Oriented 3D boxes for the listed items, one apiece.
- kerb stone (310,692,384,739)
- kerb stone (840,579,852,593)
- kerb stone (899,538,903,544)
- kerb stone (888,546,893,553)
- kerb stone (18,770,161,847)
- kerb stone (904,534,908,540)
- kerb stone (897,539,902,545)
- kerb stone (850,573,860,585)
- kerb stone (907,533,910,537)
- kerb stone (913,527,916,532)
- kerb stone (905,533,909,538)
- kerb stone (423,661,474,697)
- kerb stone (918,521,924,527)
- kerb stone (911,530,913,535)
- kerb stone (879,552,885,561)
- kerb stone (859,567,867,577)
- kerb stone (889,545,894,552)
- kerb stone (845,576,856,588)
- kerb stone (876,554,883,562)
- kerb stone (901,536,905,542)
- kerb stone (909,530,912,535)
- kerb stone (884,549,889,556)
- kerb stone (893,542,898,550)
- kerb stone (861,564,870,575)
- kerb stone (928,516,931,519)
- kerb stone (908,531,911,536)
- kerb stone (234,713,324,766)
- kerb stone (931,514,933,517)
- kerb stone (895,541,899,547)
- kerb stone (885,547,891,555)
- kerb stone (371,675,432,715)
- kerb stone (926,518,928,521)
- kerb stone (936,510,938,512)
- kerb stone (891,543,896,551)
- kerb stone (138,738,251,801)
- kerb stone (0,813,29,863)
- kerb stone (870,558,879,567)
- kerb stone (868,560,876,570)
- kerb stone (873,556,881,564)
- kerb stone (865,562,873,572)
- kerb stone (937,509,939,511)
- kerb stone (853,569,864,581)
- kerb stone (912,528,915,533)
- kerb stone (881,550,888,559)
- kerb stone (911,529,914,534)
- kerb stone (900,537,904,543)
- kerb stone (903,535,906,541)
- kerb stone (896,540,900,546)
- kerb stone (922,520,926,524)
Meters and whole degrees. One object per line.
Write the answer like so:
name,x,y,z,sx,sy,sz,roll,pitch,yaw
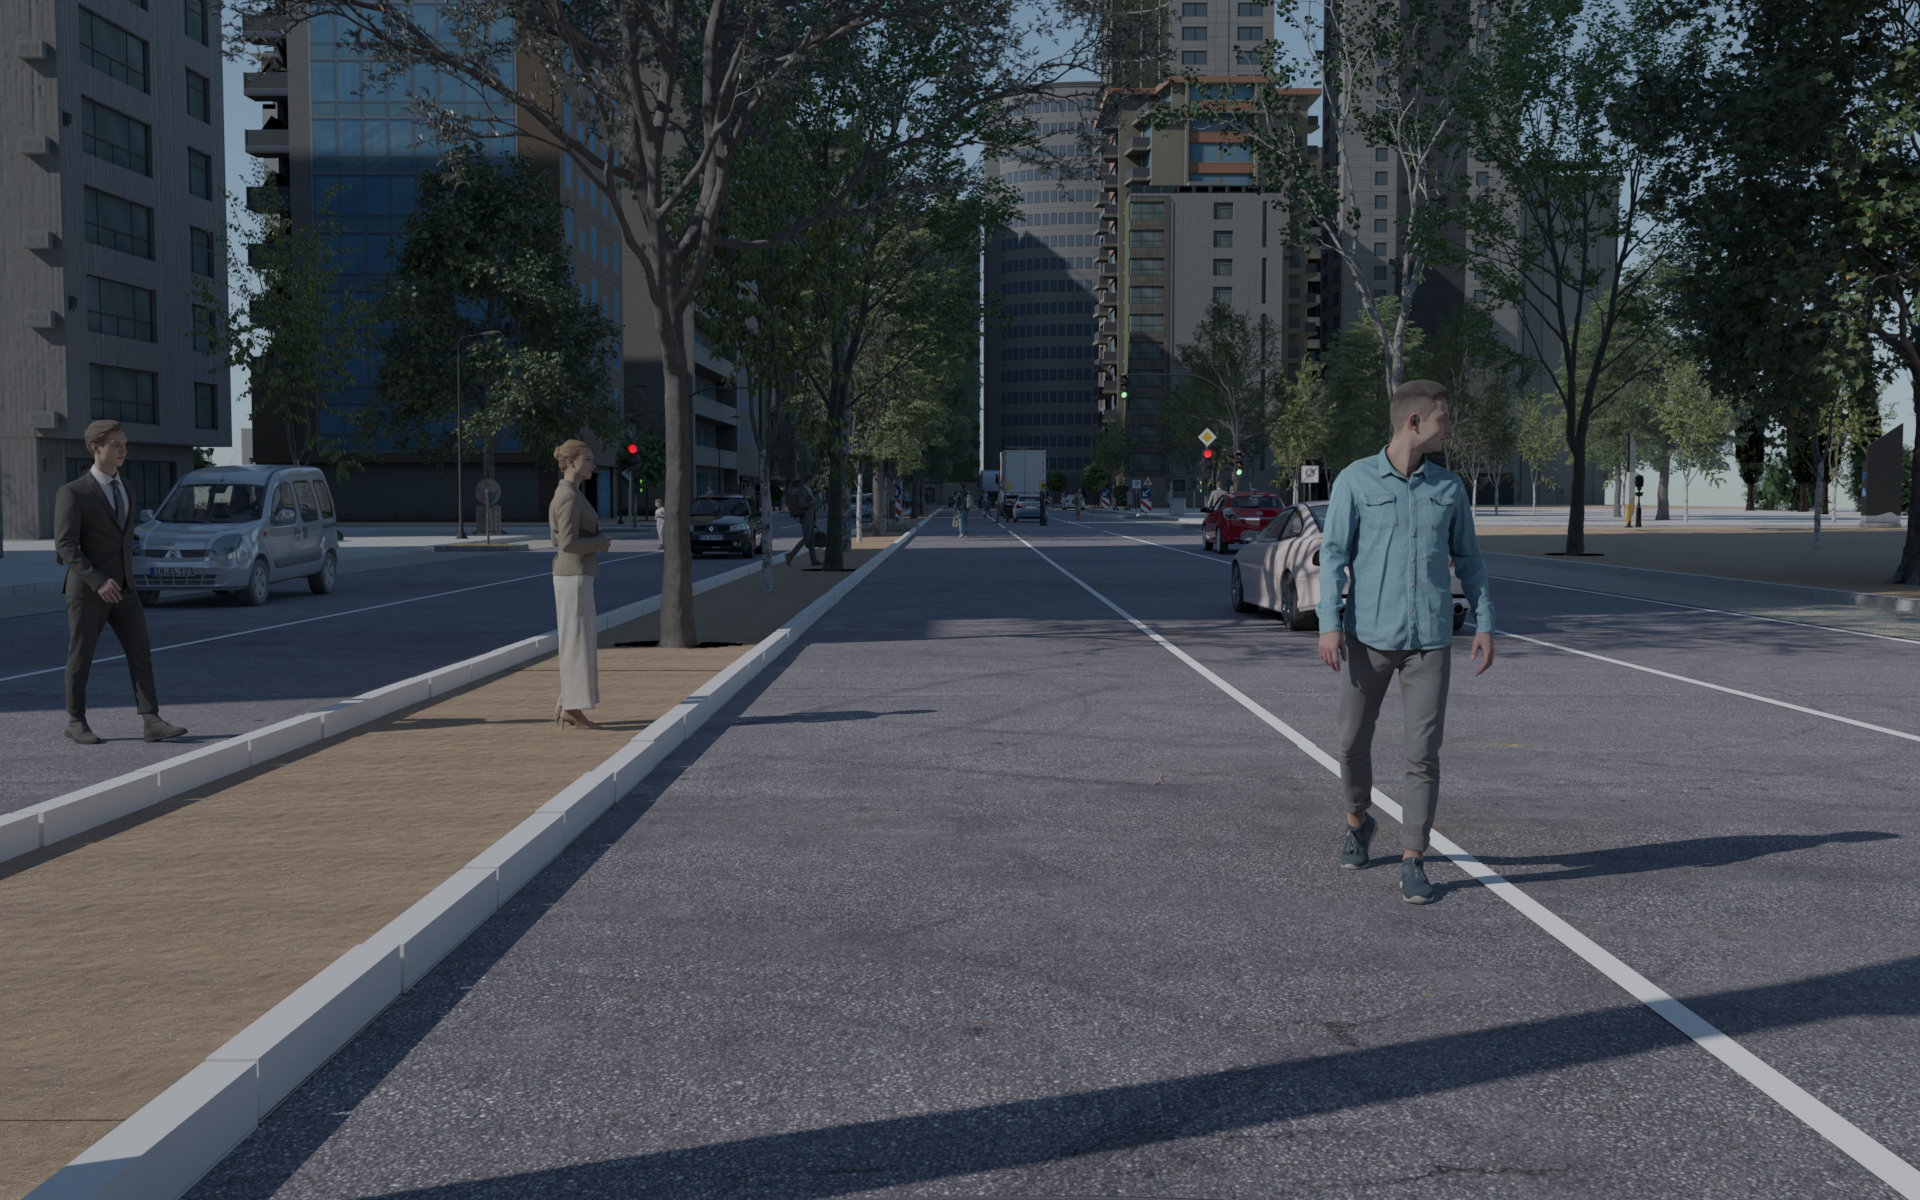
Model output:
kerb stone,-3.758,0.711,10.572,0.120,0.150,1.000,0,3,0
kerb stone,-1.685,-0.168,24.946,0.120,0.150,1.000,0,3,0
kerb stone,-1.715,-1.549,47.517,0.120,0.150,1.000,0,3,0
kerb stone,-1.703,-1.109,40.332,0.120,0.150,1.000,0,3,0
kerb stone,-3.756,0.900,7.486,0.120,0.150,1.000,0,3,0
kerb stone,-1.714,-1.798,51.622,0.120,0.150,1.000,0,3,0
kerb stone,-1.710,-1.485,46.479,0.120,0.150,1.000,0,3,0
kerb stone,-1.685,-0.289,26.997,0.120,0.150,1.000,0,3,0
kerb stone,-1.716,-1.921,53.682,0.120,0.150,1.000,0,3,0
kerb stone,-1.739,-2.427,61.878,0.120,0.150,1.000,0,3,0
kerb stone,-1.710,-1.861,52.647,0.120,0.150,1.000,0,3,0
kerb stone,-3.760,0.587,12.616,0.120,0.150,1.000,0,3,0
kerb stone,-1.749,-3.210,74.675,0.120,0.150,1.000,0,3,0
kerb stone,-1.726,-2.174,57.783,0.120,0.150,1.000,0,3,0
kerb stone,-1.697,-0.857,36.226,0.120,0.150,1.000,0,3,0
kerb stone,-1.689,-0.418,29.048,0.120,0.150,1.000,0,3,0
kerb stone,-1.706,-1.172,41.357,0.120,0.150,1.000,0,3,0
kerb stone,-1.687,-0.230,25.974,0.120,0.150,1.000,0,3,0
kerb stone,-1.696,-0.796,35.204,0.120,0.150,1.000,0,3,0
kerb stone,-1.711,-1.674,49.563,0.120,0.150,1.000,0,3,0
kerb stone,-1.725,-2.113,56.760,0.120,0.150,1.000,0,3,0
kerb stone,-1.700,-0.981,38.283,0.120,0.150,1.000,0,3,0
kerb stone,-1.704,-1.297,43.408,0.120,0.150,1.000,0,3,0
kerb stone,-1.689,-0.480,30.082,0.120,0.150,1.000,0,3,0
kerb stone,-1.769,-4.277,92.124,0.120,0.150,1.000,0,3,0
kerb stone,-1.723,-2.051,55.728,0.120,0.150,1.000,0,3,0
kerb stone,-3.767,0.775,9.550,0.120,0.150,1.000,0,3,0
kerb stone,-1.777,-4.716,99.294,0.120,0.150,1.000,0,3,0
kerb stone,-1.696,-1.358,44.434,0.120,0.150,1.000,0,3,0
kerb stone,-1.702,-1.046,39.305,0.120,0.150,1.000,0,3,0
kerb stone,-3.768,0.648,11.594,0.120,0.150,1.000,0,3,0
kerb stone,-1.750,-3.774,83.898,0.120,0.150,1.000,0,3,0
kerb stone,-1.802,-6.089,121.857,0.120,0.150,1.000,0,3,0
kerb stone,-1.704,-1.235,42.380,0.120,0.150,1.000,0,3,0
kerb stone,-3.766,0.836,8.521,0.120,0.150,1.000,0,3,0
kerb stone,-3.763,0.962,6.464,0.120,0.150,1.000,0,3,0
kerb stone,-1.686,-0.670,33.153,0.120,0.150,1.000,0,3,0
kerb stone,-1.693,-0.608,32.131,0.120,0.150,1.000,0,3,0
kerb stone,-1.695,-0.733,34.182,0.120,0.150,1.000,0,3,0
kerb stone,-1.689,-0.544,31.104,0.120,0.150,1.000,0,3,0
kerb stone,-1.812,-6.409,126.984,0.120,0.150,1.000,0,3,0
kerb stone,-1.684,-0.356,28.023,0.120,0.150,1.000,0,3,0
kerb stone,-1.727,-2.302,59.828,0.120,0.150,1.000,0,3,0
kerb stone,-1.694,-0.921,37.250,0.120,0.150,1.000,0,3,0
kerb stone,-1.726,-2.235,58.805,0.120,0.150,1.000,0,3,0
kerb stone,-1.718,-1.611,48.541,0.120,0.150,1.000,0,3,0
kerb stone,-1.711,-1.736,50.585,0.120,0.150,1.000,0,3,0
kerb stone,-1.705,-1.421,45.457,0.120,0.150,1.000,0,3,0
kerb stone,-1.763,-3.523,79.803,0.120,0.150,1.000,0,3,0
